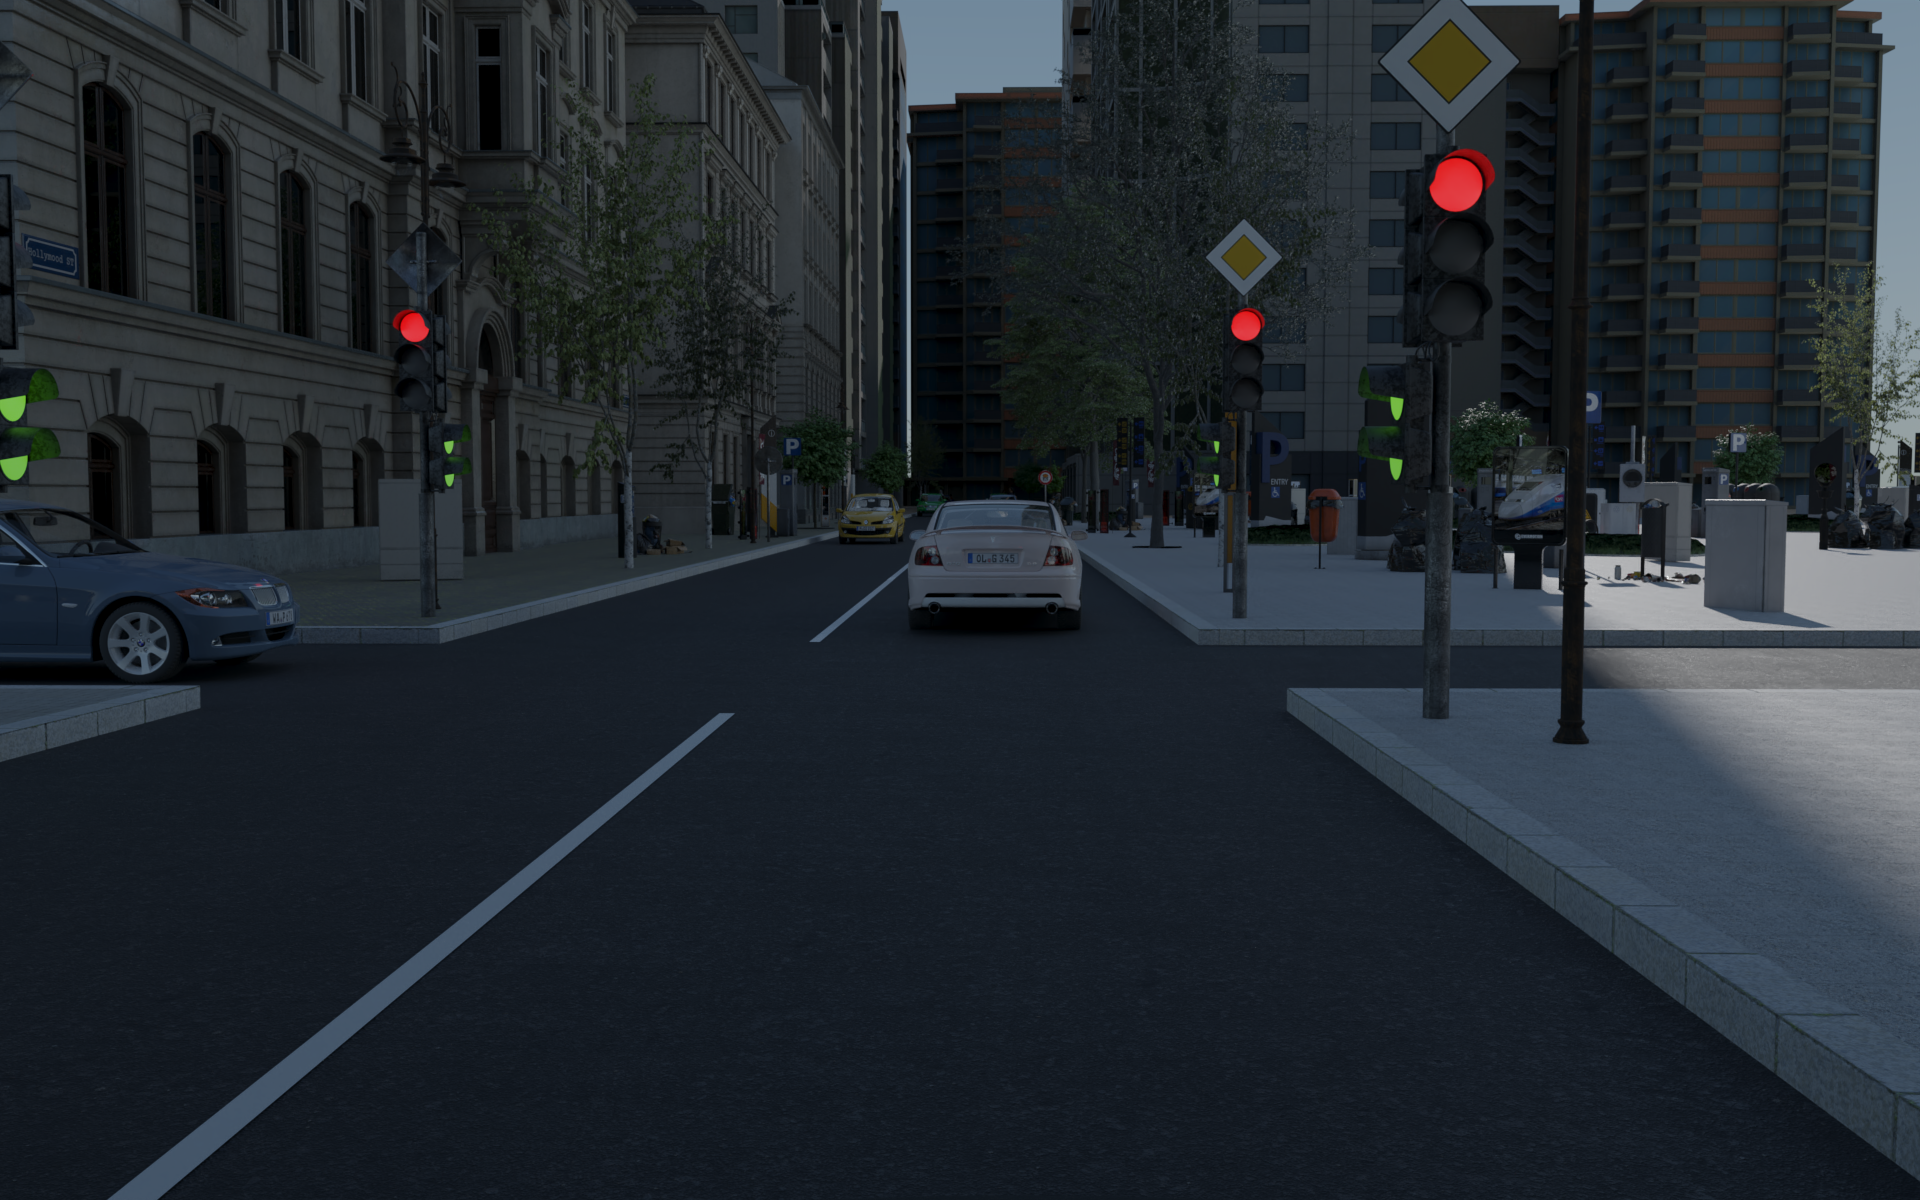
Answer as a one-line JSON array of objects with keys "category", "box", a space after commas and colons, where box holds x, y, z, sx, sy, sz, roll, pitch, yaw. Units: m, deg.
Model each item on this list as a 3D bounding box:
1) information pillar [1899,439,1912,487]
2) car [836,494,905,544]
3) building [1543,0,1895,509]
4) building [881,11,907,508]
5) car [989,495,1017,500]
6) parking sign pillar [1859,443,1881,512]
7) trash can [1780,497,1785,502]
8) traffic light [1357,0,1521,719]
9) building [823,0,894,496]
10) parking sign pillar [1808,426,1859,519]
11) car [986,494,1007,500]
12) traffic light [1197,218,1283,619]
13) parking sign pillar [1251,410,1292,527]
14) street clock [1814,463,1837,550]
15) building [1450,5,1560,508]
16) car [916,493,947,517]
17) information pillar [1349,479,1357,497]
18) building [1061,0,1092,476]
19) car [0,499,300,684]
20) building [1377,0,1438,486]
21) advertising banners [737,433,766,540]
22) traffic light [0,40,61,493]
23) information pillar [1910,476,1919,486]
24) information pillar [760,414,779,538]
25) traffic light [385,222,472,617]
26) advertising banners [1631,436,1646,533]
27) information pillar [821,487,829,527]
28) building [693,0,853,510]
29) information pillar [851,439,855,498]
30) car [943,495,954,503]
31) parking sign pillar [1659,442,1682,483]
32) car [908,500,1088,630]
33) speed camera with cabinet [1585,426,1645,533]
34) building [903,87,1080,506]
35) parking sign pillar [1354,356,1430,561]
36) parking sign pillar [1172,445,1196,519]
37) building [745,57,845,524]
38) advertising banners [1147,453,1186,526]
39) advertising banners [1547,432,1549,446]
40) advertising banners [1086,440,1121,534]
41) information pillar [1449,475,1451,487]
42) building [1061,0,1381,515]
[{"category": "information pillar", "box": [40.349, -5.053, 73.973, 0.504, 3.616, 0.183, 1, 4, 20]}, {"category": "car", "box": [-2.579, -2.489, 50.923, 2.015, 1.641, 3.980, 0, 4, 2]}, {"category": "building", "box": [66.114, -30.564, 154.347, 28.867, 44.769, 22.147, 0, 4, 1]}, {"category": "building", "box": [-12.335, -31.157, 159.532, 14.200, 45.320, 14.600, 0, 4, 1]}, {"category": "car", "box": [2.126, -4.497, 85.520, 2.014, 1.417, 4.499, 0, 4, 2]}, {"category": "parking sign pillar", "box": [45.096, -5.976, 86.178, 1.447, 3.967, 1.447, -1, 4, -14]}, {"category": "trash can", "box": [39.503, -4.413, 83.803, 0.748, 1.137, 0.748, 0, 3, 0]}, {"category": "traffic light", "box": [2.712, -1.279, 9.825, 0.839, 4.253, 0.868, 0, 4, 1]}, {"category": "building", "box": [-12.957, -28.161, 144.029, 14.154, 41.232, 14.086, 0, 4, 1]}, {"category": "parking sign pillar", "box": [34.791, -4.951, 69.423, 1.447, 3.967, 1.447, -3, 4, -39]}, {"category": "car", "box": [2.940, -7.516, 131.675, 1.959, 1.807, 4.718, 0, 4, 0]}, {"category": "traffic light", "box": [2.875, -1.767, 17.808, 0.839, 4.253, 0.868, 0, 4, 1]}, {"category": "parking sign pillar", "box": [9.815, -4.044, 54.590, 1.447, 3.967, 1.447, -2, 4, -30]}, {"category": "street clock", "box": [19.930, -2.162, 39.921, 0.471, 2.002, 0.358, 2, 4, 25]}, {"category": "building", "box": [44.646, -31.047, 157.732, 14.200, 45.320, 14.600, 0, 4, 1]}, {"category": "car", "box": [-1.829, -6.269, 111.294, 1.959, 1.807, 4.718, 0, 4, 1]}, {"category": "information pillar", "box": [19.519, -4.989, 86.057, 0.304, 2.012, 0.304, -3, 5, -43]}, {"category": "building", "box": [22.824, -34.434, 152.231, 28.713, 52.752, 27.495, 0, 4, 1]}, {"category": "car", "box": [-7.660, -0.117, 13.917, 4.499, 1.417, 2.014, 0, 4, 2]}, {"category": "building", "box": [17.343, -40.914, 107.190, 20.563, 71.187, 20.611, 0, 4, 1]}, {"category": "advertising banners", "box": [-5.892, -3.243, 49.214, 0.090, 3.025, 2.074, 1, 4, 15]}, {"category": "traffic light", "box": [-5.698, -1.288, 9.980, 0.839, 4.253, 0.868, 0, 4, 1]}, {"category": "information pillar", "box": [38.085, -3.949, 69.053, 0.304, 2.012, 0.304, -1, 4, -11]}, {"category": "information pillar", "box": [-5.617, -3.643, 50.920, 0.504, 3.616, 0.183, -2, 4, -27]}, {"category": "traffic light", "box": [-5.535, -1.776, 17.964, 0.839, 4.253, 0.868, 0, 4, 1]}, {"category": "advertising banners", "box": [20.257, -3.398, 51.745, 0.090, 3.025, 2.074, 2, 4, 32]}, {"category": "information pillar", "box": [-5.237, -3.833, 67.169, 0.304, 2.012, 0.304, -1, 4, -13]}, {"category": "building", "box": [-13.852, -20.148, 101.126, 14.160, 30.474, 14.107, 0, 4, 1]}, {"category": "information pillar", "box": [-4.552, -5.034, 73.661, 0.183, 3.616, 0.504, 0, 4, 8]}, {"category": "car", "box": [-1.463, -7.700, 138.483, 1.945, 1.354, 3.894, 0, 4, 2]}, {"category": "parking sign pillar", "box": [37.259, -6.261, 90.845, 1.447, 3.967, 1.447, -1, 4, -12]}, {"category": "car", "box": [0.429, -0.449, 19.704, 2.083, 1.381, 4.827, 0, 4, 2]}, {"category": "speed camera with cabinet", "box": [18.753, -3.418, 50.215, 2.038, 3.252, 0.660, 1, 4, 19]}, {"category": "building", "box": [7.201, -32.701, 189.292, 28.867, 44.769, 22.147, 0, 4, 1]}, {"category": "parking sign pillar", "box": [8.494, -2.781, 33.940, 1.447, 3.967, 1.447, -1, 4, -11]}, {"category": "parking sign pillar", "box": [11.879, -6.268, 90.949, 1.447, 3.967, 1.447, -2, 4, -25]}, {"category": "building", "box": [-11.131, -14.291, 82.808, 9.793, 20.994, 18.267, 0, 4, 1]}, {"category": "advertising banners", "box": [8.294, -4.512, 69.952, 0.090, 3.025, 2.074, -3, 5, -44]}, {"category": "advertising banners", "box": [16.790, -3.268, 49.622, 0.090, 3.025, 2.074, 1, 4, 17]}, {"category": "advertising banners", "box": [4.700, -3.689, 56.509, 0.090, 3.025, 2.074, -2, 4, -28]}, {"category": "information pillar", "box": [18.546, -3.767, 66.077, 0.304, 2.012, 0.304, 0, 4, 8]}, {"category": "building", "box": [18.252, -42.171, 127.748, 20.563, 71.187, 20.611, 0, 4, 1]}]
